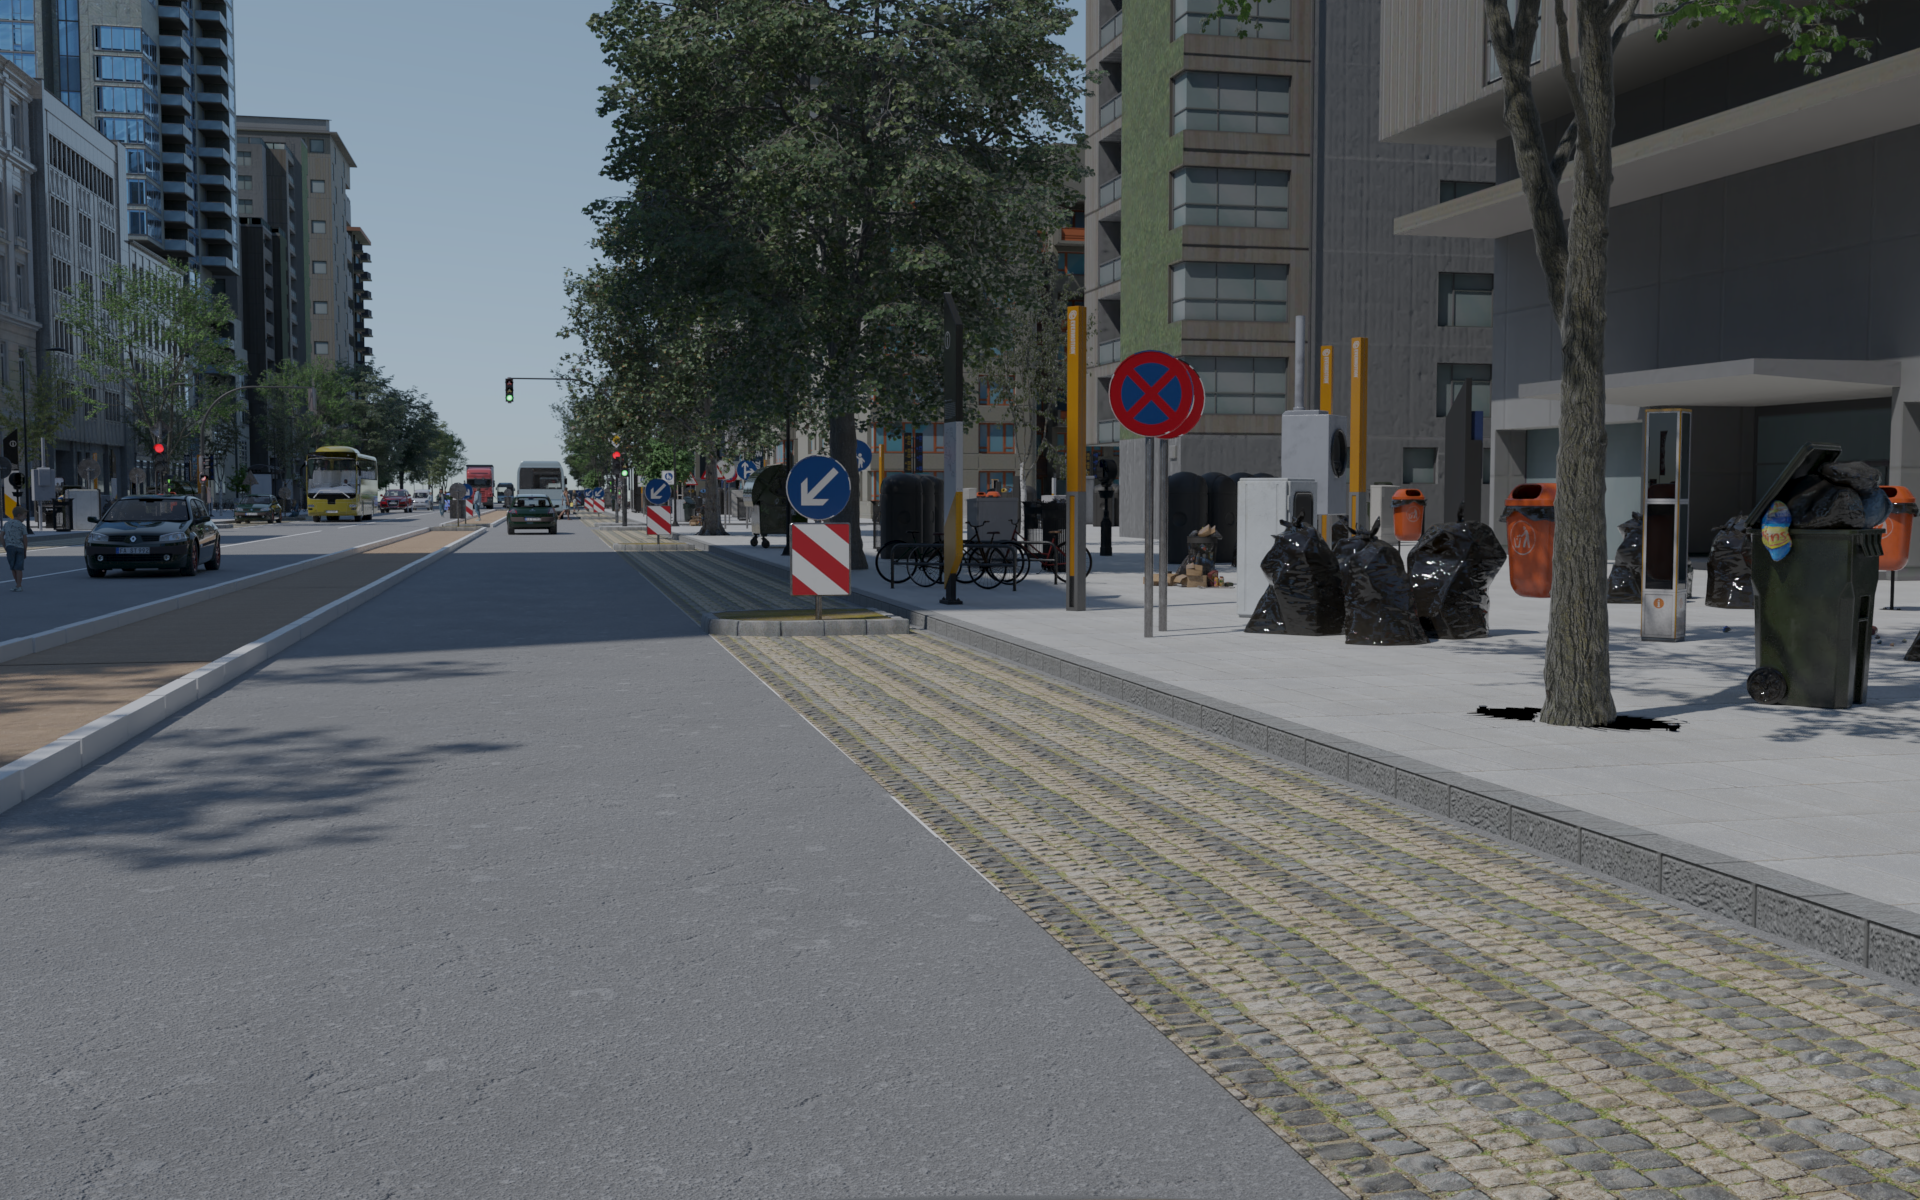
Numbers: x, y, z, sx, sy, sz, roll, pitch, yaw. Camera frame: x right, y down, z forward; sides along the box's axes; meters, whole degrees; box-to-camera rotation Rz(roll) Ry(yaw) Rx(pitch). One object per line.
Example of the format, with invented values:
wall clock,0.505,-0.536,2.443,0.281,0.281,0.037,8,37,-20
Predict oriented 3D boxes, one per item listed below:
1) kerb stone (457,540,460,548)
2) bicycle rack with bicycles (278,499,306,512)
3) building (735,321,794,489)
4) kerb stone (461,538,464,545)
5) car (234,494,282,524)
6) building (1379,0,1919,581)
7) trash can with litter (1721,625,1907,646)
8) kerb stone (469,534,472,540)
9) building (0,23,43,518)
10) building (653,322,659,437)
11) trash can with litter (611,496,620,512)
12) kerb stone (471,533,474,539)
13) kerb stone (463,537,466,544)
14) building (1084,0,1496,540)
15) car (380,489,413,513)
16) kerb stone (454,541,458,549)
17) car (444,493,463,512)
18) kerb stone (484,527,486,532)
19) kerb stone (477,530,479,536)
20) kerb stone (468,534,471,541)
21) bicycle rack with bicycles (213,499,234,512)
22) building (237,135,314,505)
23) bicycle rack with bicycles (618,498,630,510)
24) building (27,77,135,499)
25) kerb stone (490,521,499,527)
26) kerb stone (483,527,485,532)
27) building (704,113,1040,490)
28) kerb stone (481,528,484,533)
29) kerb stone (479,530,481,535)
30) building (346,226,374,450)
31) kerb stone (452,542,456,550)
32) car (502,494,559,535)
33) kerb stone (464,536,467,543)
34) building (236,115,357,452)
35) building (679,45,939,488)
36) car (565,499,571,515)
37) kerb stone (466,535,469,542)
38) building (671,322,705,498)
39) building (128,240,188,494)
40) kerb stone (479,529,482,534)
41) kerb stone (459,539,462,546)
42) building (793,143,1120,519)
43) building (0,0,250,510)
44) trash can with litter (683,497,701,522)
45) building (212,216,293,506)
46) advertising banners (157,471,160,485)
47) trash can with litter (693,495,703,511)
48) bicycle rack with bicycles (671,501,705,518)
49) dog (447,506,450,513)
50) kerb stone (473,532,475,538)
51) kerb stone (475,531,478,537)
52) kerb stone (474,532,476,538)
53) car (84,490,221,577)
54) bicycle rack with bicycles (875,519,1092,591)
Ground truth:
kerb stone,-13.279,-1.423,45.456,0.120,0.150,1.000,-1,4,-13
bicycle rack with bicycles,-48.256,-6.748,123.714,2.852,0.926,2.925,-2,4,-35
building,-2.204,-17.784,135.814,27.650,21.520,28.899,-1,4,-13
kerb stone,-13.753,-1.543,47.448,0.120,0.150,1.000,-1,4,-13
car,-34.286,-4.577,84.617,2.009,1.686,4.222,-1,4,-13
building,24.780,-26.694,25.686,28.713,52.752,27.495,-1,4,-13
trash can with litter,7.868,-0.288,15.763,1.678,1.210,2.233,2,4,29
kerb stone,-14.927,-1.847,52.438,0.120,0.150,1.000,-1,4,-13
building,-56.157,-18.423,87.127,13.634,28.700,20.117,-1,4,-13
building,-40.983,-41.251,294.065,23.786,49.044,30.456,-1,4,-13
trash can with litter,-25.126,-7.052,126.694,0.624,1.170,1.055,-2,4,-30
kerb stone,-15.171,-1.910,53.431,0.120,0.150,1.000,-1,4,-13
kerb stone,-13.981,-1.603,48.444,0.120,0.150,1.000,-1,4,-13
building,11.210,-22.647,53.878,14.154,41.232,14.086,-1,4,-13
car,-43.254,-7.602,132.961,2.281,1.827,5.304,-1,4,-12
kerb stone,-13.047,-1.362,44.459,0.120,0.150,1.000,-1,4,-13
car,-40.273,-7.841,137.784,1.945,1.707,3.694,-1,4,-15
kerb stone,-17.518,-2.520,63.398,0.120,0.150,1.000,-1,4,-13
kerb stone,-16.102,-2.154,57.415,0.120,0.150,1.000,-1,4,-13
kerb stone,-14.689,-1.789,51.442,0.120,0.150,1.000,-1,4,-13
bicycle rack with bicycles,-59.154,-7.630,138.140,2.852,0.926,2.925,1,4,15
building,-80.080,-31.068,191.552,14.154,41.232,14.086,-1,4,-13
bicycle rack with bicycles,-27.311,-7.865,141.980,2.852,0.926,2.925,-2,4,-26
building,-60.109,-17.679,107.069,12.078,24.808,19.932,-1,4,-13
kerb stone,-20.953,-3.402,77.917,0.120,0.150,1.000,-1,4,-13
kerb stone,-17.282,-2.454,62.402,0.120,0.150,1.000,-1,4,-13
building,-10.171,-29.900,180.741,32.217,40.220,23.993,-1,4,-13
kerb stone,-17.042,-2.398,61.406,0.120,0.150,1.000,-1,4,-13
kerb stone,-16.336,-2.215,58.412,0.120,0.150,1.000,-1,4,-13
building,-104.537,-37.783,272.383,22.147,44.769,28.867,-1,4,-13
kerb stone,-12.803,-1.301,43.467,0.120,0.150,1.000,-1,4,-13
car,-15.442,-3.218,62.403,2.009,1.686,4.222,-1,4,-15
kerb stone,-14.219,-1.666,49.439,0.120,0.150,1.000,-1,4,-13
building,-100.817,-40.054,244.114,28.713,52.752,27.495,-1,4,-13
building,-17.885,-37.658,204.943,28.713,52.752,27.495,-1,4,-13
car,-28.341,-6.712,121.543,2.131,1.459,4.920,-1,4,-15
kerb stone,-14.456,-1.728,50.441,0.120,0.150,1.000,-1,4,-13
building,-34.873,-37.345,265.215,22.147,44.769,28.867,-1,4,-13
building,-63.107,-16.937,126.067,9.793,20.994,18.267,-1,4,-13
kerb stone,-16.579,-2.276,59.407,0.120,0.150,1.000,-1,4,-13
kerb stone,-13.513,-1.484,46.454,0.120,0.150,1.000,-1,4,-13
building,6.283,-15.919,105.320,28.899,21.520,27.650,-1,4,-13
building,-76.277,-51.425,153.478,22.319,86.520,31.000,-1,4,-13
trash can with litter,-12.094,-4.106,78.521,0.624,1.170,1.055,-3,5,-45
building,-77.378,-24.854,178.060,14.160,30.474,14.107,-1,4,-13
advertising banners,-55.353,-7.672,121.626,2.074,3.025,0.090,-1,4,-15
trash can with litter,-14.702,-5.101,94.462,2.233,1.210,1.678,-2,4,-26
bicycle rack with bicycles,-13.945,-4.703,90.275,2.925,0.926,2.852,-2,4,-26
dog,-39.111,-6.939,132.738,0.540,0.507,0.406,1,4,10
kerb stone,-15.397,-1.971,54.428,0.120,0.150,1.000,-1,4,-13
kerb stone,-15.866,-2.093,56.420,0.120,0.150,1.000,-1,4,-13
kerb stone,-15.646,-2.032,55.419,0.120,0.150,1.000,-1,4,-13
car,-14.486,-1.309,31.185,2.009,1.686,4.222,-1,4,-15
bicycle rack with bicycles,0.119,-0.660,24.168,2.925,0.926,2.852,1,4,22
